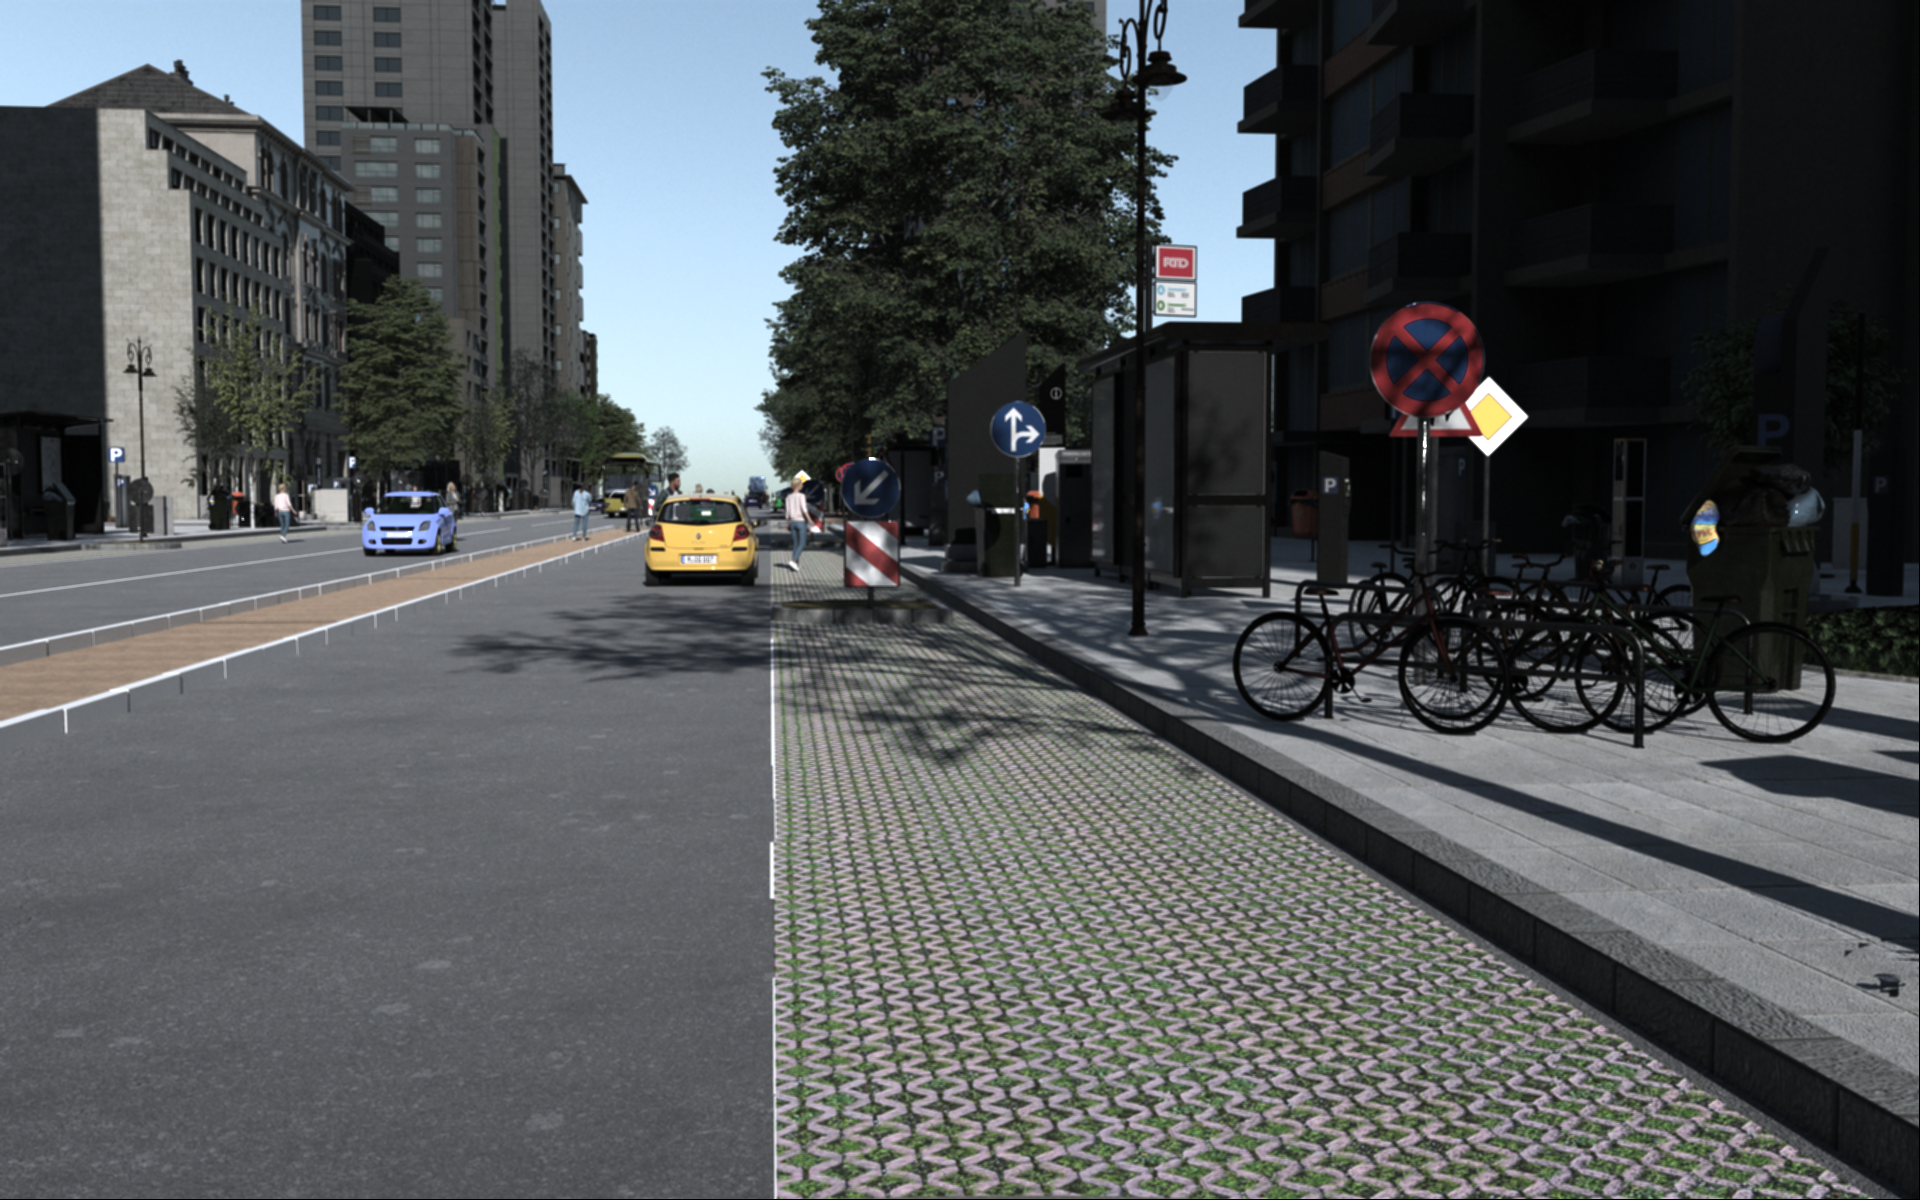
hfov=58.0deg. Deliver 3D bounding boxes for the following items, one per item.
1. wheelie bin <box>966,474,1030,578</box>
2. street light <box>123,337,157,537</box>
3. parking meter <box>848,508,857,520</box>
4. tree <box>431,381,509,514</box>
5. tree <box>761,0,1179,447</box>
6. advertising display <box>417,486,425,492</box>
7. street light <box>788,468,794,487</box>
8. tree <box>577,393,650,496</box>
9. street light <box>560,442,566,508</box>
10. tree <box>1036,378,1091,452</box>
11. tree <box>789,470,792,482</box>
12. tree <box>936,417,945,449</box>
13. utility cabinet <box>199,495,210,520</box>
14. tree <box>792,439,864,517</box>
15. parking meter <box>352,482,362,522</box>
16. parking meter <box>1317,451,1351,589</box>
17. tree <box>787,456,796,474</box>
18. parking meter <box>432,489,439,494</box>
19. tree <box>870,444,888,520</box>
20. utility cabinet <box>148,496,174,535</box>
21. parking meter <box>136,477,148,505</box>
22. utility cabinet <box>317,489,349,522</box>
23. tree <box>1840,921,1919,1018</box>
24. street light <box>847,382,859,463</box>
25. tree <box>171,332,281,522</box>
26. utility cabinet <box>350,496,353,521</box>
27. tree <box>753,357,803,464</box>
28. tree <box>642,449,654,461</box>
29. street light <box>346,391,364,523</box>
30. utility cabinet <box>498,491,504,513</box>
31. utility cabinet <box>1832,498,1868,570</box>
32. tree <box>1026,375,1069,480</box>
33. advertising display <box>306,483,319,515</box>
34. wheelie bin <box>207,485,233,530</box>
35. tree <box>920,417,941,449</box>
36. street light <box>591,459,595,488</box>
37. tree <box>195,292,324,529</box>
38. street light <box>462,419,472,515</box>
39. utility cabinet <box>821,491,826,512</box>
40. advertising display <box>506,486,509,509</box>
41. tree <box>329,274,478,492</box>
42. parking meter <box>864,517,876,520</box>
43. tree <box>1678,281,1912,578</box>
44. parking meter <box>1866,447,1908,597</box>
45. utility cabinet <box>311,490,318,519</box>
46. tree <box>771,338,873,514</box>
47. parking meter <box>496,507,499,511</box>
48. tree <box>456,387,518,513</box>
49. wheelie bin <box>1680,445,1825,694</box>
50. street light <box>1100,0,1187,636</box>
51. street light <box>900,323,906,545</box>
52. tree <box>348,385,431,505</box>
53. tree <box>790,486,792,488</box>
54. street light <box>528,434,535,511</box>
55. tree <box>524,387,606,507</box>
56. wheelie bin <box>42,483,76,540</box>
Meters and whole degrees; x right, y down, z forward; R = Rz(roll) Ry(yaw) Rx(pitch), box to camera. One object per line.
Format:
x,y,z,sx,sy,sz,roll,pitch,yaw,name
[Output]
0.563,-1.155,26.789,0.980,1.594,0.693,-1,4,-15,wheelie bin
-24.139,-4.790,51.111,0.468,5.910,1.993,0,4,-6,street light
-4.322,-3.894,69.383,0.255,1.863,0.399,-2,4,-29,parking meter
-31.100,-9.896,112.164,4.360,8.622,3.978,0,3,0,tree
0.282,-7.956,36.737,9.857,13.997,8.962,0,3,0,tree
-46.857,-8.860,150.069,0.974,1.923,0.123,-2,4,-35,advertising display
-27.714,-19.033,283.969,0.468,5.910,1.993,0,4,-6,street light
-39.848,-16.924,194.829,7.486,12.596,7.792,0,3,0,tree
-35.427,-11.112,154.476,0.468,5.910,1.993,0,4,-6,street light
7.260,-9.497,105.646,4.737,8.622,4.395,0,3,0,tree
-10.211,-9.134,133.059,4.285,4.588,4.351,0,3,0,tree
-0.960,-11.968,146.039,4.737,8.622,4.395,0,3,0,tree
-37.652,-4.612,86.563,1.020,1.237,0.306,3,5,45,utility cabinet
-6.589,-7.020,98.499,4.285,4.588,4.351,0,3,0,tree
-27.464,-4.479,78.949,0.399,1.863,0.255,3,4,36,parking meter
5.068,-1.086,23.465,0.399,1.863,0.255,2,4,32,parking meter
-19.758,-16.394,218.409,4.737,8.622,4.395,0,3,0,tree
-28.605,-5.261,94.435,0.372,1.533,0.369,0,3,0,parking meter
-2.637,-3.899,58.347,1.663,3.219,1.824,0,3,0,tree
-25.009,-2.633,54.209,1.020,1.237,0.306,3,4,37,utility cabinet
-28.201,-3.302,59.694,0.399,1.863,0.255,0,4,0,parking meter
-28.312,-4.262,78.363,1.173,1.500,0.318,-1,4,-17,utility cabinet
2.966,-5.718,3.855,12.009,13.543,11.850,0,3,0,tree
-4.430,-6.030,71.375,0.468,5.910,1.993,0,4,-6,street light
-32.863,-7.803,77.934,4.360,8.622,3.978,0,3,0,tree
-29.030,-4.348,82.250,0.306,1.237,1.020,-1,4,-15,utility cabinet
-23.950,-23.510,240.275,12.611,20.169,13.585,0,3,0,tree
-49.980,-19.827,274.540,4.737,8.622,4.395,0,3,0,tree
-27.069,-6.409,77.576,0.468,5.910,1.993,0,4,-6,street light
-31.302,-6.691,118.083,0.318,1.500,1.173,-1,4,-13,utility cabinet
15.317,-1.121,29.488,0.306,1.237,1.020,-1,4,-9,utility cabinet
3.186,-8.582,90.672,4.360,8.622,3.978,0,3,0,tree
-39.502,-6.144,105.662,0.123,1.923,0.974,1,4,20,advertising display
-26.472,-3.308,62.000,0.693,1.594,0.980,0,4,0,wheelie bin
-3.393,-10.552,122.881,4.360,8.622,3.978,0,3,0,tree
-38.572,-12.821,182.405,0.468,5.910,1.993,0,4,-6,street light
-25.910,-6.929,63.659,4.737,8.622,4.395,0,3,0,tree
-30.255,-8.159,106.185,0.468,5.910,1.993,0,4,-6,street light
-9.625,-6.931,122.005,0.318,1.500,1.173,-1,4,-9,utility cabinet
-34.731,-7.797,132.696,0.123,1.923,0.974,-2,4,-27,advertising display
-28.727,-10.496,89.738,7.486,12.596,7.792,0,3,0,tree
-2.852,-2.830,54.688,0.372,1.533,0.369,0,3,0,parking meter
12.932,-2.641,26.899,4.285,4.588,4.351,0,3,0,tree
11.661,-0.985,21.810,0.255,1.863,0.399,-1,4,-21,parking meter
-32.641,-4.835,87.731,0.318,1.500,1.173,-2,4,-29,utility cabinet
-8.485,-11.903,112.737,7.486,12.596,7.792,0,3,0,tree
-34.334,-7.364,128.804,0.372,1.533,0.369,0,3,0,parking meter
-32.100,-10.305,118.843,4.737,8.622,4.395,0,3,0,tree
5.226,-0.213,11.397,0.980,1.594,0.693,-3,4,-38,wheelie bin
1.621,-2.617,15.574,0.468,5.910,1.993,0,4,-6,street light
-1.445,-4.323,43.470,0.468,5.910,1.993,0,4,-6,street light
-38.543,-10.160,116.485,4.360,8.622,3.978,0,3,0,tree
-29.583,-19.046,306.004,1.663,3.219,1.824,0,3,0,tree
-33.202,-9.866,134.094,0.468,5.910,1.993,0,4,-6,street light
-38.372,-14.877,168.994,9.928,11.665,9.643,0,3,0,tree
-25.099,-2.466,48.226,0.693,1.594,0.980,0,4,-5,wheelie bin
